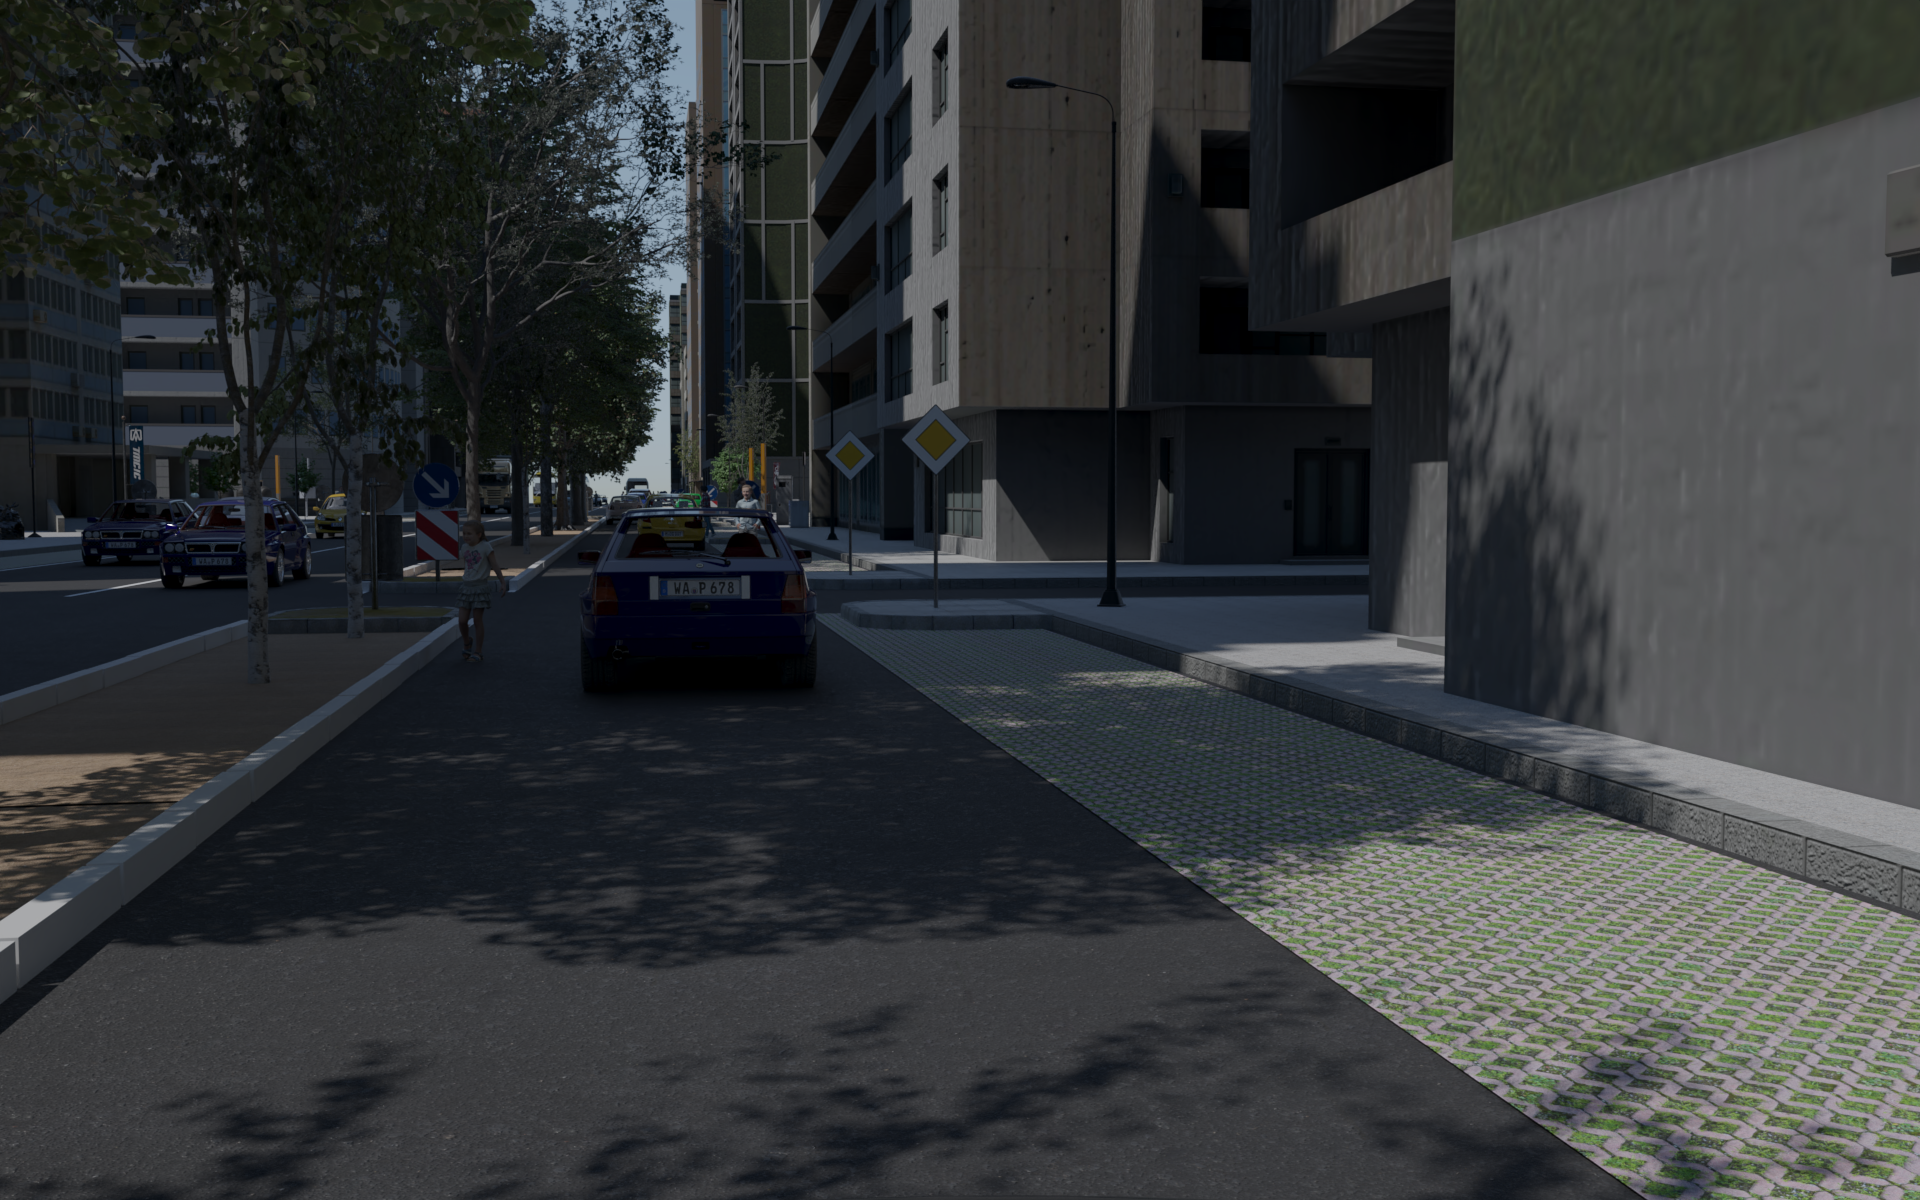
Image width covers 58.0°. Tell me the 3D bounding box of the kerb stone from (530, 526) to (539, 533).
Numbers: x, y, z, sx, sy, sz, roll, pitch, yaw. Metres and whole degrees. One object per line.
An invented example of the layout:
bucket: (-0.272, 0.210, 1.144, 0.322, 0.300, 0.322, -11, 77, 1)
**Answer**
kerb stone: (-16.270, -2.686, 66.110, 0.120, 0.150, 1.000, -1, 4, -10)

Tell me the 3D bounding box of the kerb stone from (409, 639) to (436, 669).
kerb stone: (-4.554, 0.467, 14.576, 0.120, 0.150, 1.000, -1, 4, -10)

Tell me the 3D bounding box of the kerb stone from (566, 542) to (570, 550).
kerb stone: (-9.906, -1.290, 43.317, 0.120, 0.150, 1.000, -1, 4, -10)

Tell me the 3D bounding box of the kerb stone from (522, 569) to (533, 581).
kerb stone: (-7.097, -0.368, 28.215, 0.120, 0.150, 1.000, -1, 4, -10)

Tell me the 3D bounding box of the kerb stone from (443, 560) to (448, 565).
kerb stone: (-10.469, -0.776, 34.875, 0.120, 0.150, 1.000, -1, 4, -10)

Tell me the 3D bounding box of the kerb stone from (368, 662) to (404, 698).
kerb stone: (-4.182, 0.591, 12.562, 0.120, 0.150, 1.000, -1, 4, -10)

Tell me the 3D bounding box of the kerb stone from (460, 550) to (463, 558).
kerb stone: (-11.033, -0.960, 37.896, 0.120, 0.150, 1.000, -1, 4, -10)

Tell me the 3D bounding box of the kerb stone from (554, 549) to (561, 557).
kerb stone: (-8.960, -0.984, 38.281, 0.120, 0.150, 1.000, -1, 4, -10)

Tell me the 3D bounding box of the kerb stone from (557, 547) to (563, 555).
kerb stone: (-9.153, -1.045, 39.285, 0.120, 0.150, 1.000, -1, 4, -10)

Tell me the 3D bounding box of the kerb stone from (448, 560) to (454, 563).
kerb stone: (-10.651, -0.837, 35.885, 0.120, 0.150, 1.000, -1, 4, -10)

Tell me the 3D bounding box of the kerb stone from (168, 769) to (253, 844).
kerb stone: (-3.254, 0.898, 7.520, 0.120, 0.150, 1.000, -1, 4, -10)

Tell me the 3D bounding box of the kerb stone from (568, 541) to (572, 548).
kerb stone: (-10.085, -1.353, 44.323, 0.120, 0.150, 1.000, -1, 4, -10)

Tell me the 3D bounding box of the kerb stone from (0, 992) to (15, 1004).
kerb stone: (-2.687, 1.087, 4.488, 0.120, 0.150, 1.000, -1, 4, -10)

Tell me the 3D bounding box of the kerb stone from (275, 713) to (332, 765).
kerb stone: (-3.627, 0.776, 9.541, 0.120, 0.150, 1.000, -1, 4, -10)

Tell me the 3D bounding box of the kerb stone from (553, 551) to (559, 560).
kerb stone: (-8.778, -0.916, 37.276, 0.120, 0.150, 1.000, -1, 4, -10)

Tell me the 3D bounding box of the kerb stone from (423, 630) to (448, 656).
kerb stone: (-4.746, 0.404, 15.583, 0.120, 0.150, 1.000, -1, 4, -10)

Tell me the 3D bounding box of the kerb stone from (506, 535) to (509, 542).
kerb stone: (-13.460, -1.761, 50.985, 0.120, 0.150, 1.000, -1, 4, -10)

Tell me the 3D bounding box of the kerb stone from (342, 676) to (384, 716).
kerb stone: (-3.999, 0.651, 11.556, 0.120, 0.150, 1.000, -1, 4, -10)

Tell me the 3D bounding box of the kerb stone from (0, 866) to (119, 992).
kerb stone: (-2.874, 1.022, 5.493, 0.120, 0.150, 1.000, -1, 4, -10)

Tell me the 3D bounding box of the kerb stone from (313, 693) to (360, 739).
kerb stone: (-3.811, 0.715, 10.547, 0.120, 0.150, 1.000, -1, 4, -10)

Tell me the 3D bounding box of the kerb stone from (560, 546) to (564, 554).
kerb stone: (-9.348, -1.107, 40.295, 0.120, 0.150, 1.000, -1, 4, -10)

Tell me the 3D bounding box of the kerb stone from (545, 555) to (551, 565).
kerb stone: (-8.223, -0.738, 34.258, 0.120, 0.150, 1.000, -1, 4, -10)

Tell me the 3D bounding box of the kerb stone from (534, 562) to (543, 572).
kerb stone: (-7.658, -0.553, 31.232, 0.120, 0.150, 1.000, -1, 4, -10)

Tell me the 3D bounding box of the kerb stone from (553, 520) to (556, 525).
kerb stone: (-19.842, -3.858, 85.277, 0.120, 0.150, 1.000, -1, 4, -10)

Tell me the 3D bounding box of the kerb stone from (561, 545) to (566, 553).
kerb stone: (-9.534, -1.163, 41.301, 0.120, 0.150, 1.000, -1, 4, -10)

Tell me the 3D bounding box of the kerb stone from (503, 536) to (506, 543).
kerb stone: (-13.280, -1.699, 49.979, 0.120, 0.150, 1.000, -1, 4, -10)

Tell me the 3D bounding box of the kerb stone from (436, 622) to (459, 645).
kerb stone: (-4.939, 0.343, 16.588, 0.120, 0.150, 1.000, -1, 4, -10)

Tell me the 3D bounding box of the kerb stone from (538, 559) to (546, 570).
kerb stone: (-7.846, -0.614, 32.237, 0.120, 0.150, 1.000, -1, 4, -10)

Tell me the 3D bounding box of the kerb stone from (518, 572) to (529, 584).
kerb stone: (-6.908, -0.304, 27.202, 0.120, 0.150, 1.000, -1, 4, -10)

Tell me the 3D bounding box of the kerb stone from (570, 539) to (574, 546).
kerb stone: (-10.465, -1.477, 46.344, 0.120, 0.150, 1.000, -1, 4, -10)

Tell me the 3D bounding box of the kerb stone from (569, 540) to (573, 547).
kerb stone: (-10.273, -1.415, 45.328, 0.120, 0.150, 1.000, -1, 4, -10)

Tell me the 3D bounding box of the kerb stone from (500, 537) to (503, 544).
kerb stone: (-13.087, -1.638, 48.974, 0.120, 0.150, 1.000, -1, 4, -10)

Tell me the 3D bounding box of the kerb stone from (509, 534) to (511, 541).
kerb stone: (-13.655, -1.820, 51.998, 0.120, 0.150, 1.000, -1, 4, -10)

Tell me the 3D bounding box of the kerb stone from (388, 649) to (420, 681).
kerb stone: (-4.378, 0.528, 13.569, 0.120, 0.150, 1.000, -1, 4, -10)

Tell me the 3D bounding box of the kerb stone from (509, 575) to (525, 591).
kerb stone: (-6.719, -0.245, 26.194, 0.120, 0.150, 1.000, -1, 4, -10)

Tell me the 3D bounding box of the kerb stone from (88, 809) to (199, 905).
kerb stone: (-3.061, 0.959, 6.509, 0.120, 0.150, 1.000, -1, 4, -10)

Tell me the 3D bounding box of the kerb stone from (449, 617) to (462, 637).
kerb stone: (-5.119, 0.286, 17.595, 0.120, 0.150, 1.000, -1, 4, -10)

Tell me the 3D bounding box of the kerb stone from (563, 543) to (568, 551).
kerb stone: (-9.710, -1.230, 42.314, 0.120, 0.150, 1.000, -1, 4, -10)

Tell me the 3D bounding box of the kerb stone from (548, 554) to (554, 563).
kerb stone: (-8.405, -0.799, 35.266, 0.120, 0.150, 1.000, -1, 4, -10)

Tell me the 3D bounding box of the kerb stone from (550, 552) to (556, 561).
kerb stone: (-8.594, -0.861, 36.270, 0.120, 0.150, 1.000, -1, 4, -10)

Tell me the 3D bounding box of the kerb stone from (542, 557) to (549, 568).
kerb stone: (-8.026, -0.676, 33.252, 0.120, 0.150, 1.000, -1, 4, -10)

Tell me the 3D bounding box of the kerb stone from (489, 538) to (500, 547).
kerb stone: (-12.905, -1.576, 47.968, 0.120, 0.150, 1.000, -1, 4, -10)

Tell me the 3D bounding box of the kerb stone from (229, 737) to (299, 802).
kerb stone: (-3.435, 0.835, 8.537, 0.120, 0.150, 1.000, -1, 4, -10)

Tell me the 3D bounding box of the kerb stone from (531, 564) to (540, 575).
kerb stone: (-7.470, -0.491, 30.227, 0.120, 0.150, 1.000, -1, 4, -10)

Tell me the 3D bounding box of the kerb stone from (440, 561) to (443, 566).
kerb stone: (-10.281, -0.712, 33.871, 0.120, 0.150, 1.000, -1, 4, -10)

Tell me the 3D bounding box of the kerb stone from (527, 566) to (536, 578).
kerb stone: (-7.283, -0.427, 29.220, 0.120, 0.150, 1.000, -1, 4, -10)
